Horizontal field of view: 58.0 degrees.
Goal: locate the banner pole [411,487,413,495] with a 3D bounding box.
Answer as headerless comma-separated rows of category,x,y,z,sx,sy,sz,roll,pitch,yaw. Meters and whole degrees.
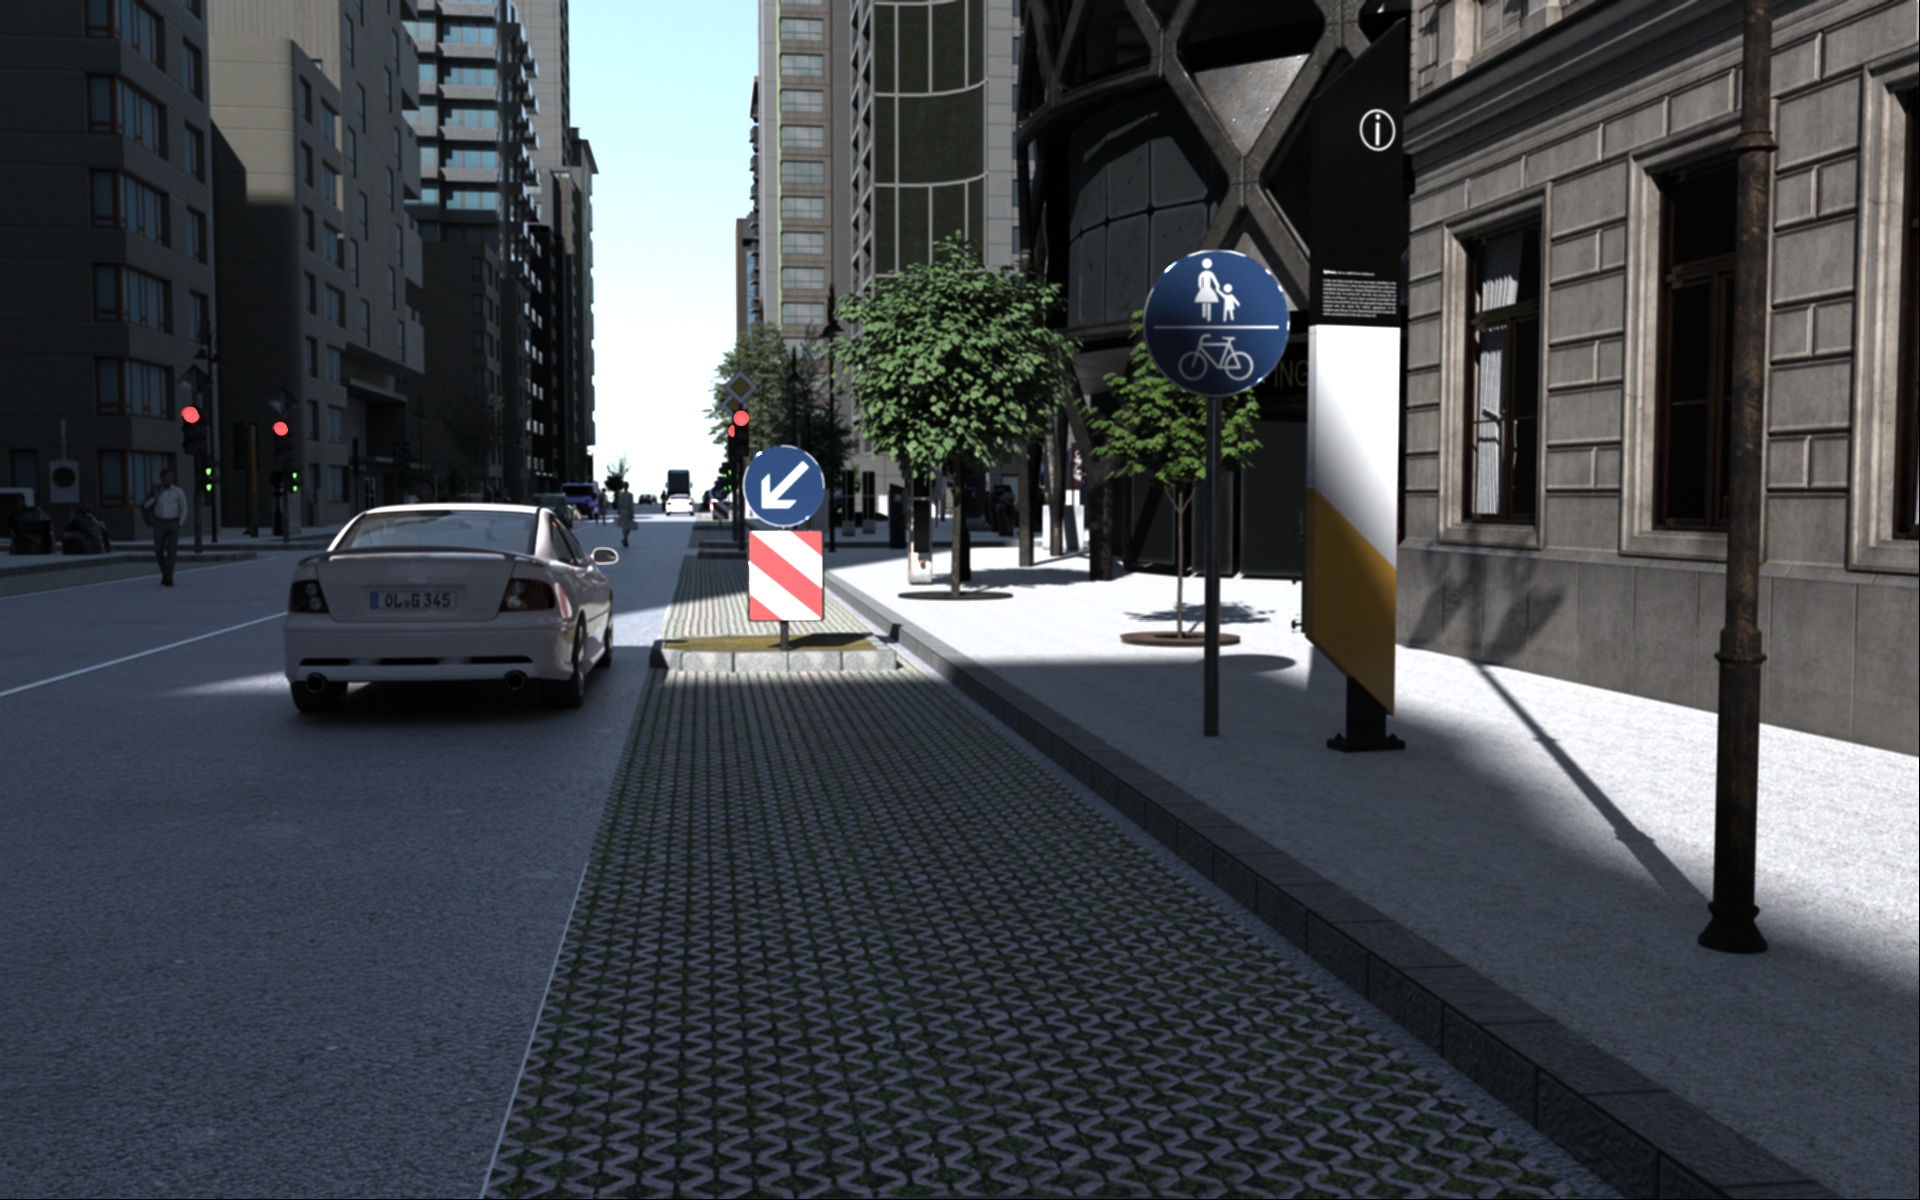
banner pole,-36.394,-7.613,114.493,0.863,3.779,0.401,1,4,23

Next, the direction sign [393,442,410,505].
direction sign,-24.378,-5.118,75.673,0.876,3.537,0.379,1,4,20

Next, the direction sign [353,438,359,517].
direction sign,-24.384,-4.768,69.949,0.379,3.537,0.876,-2,4,-31

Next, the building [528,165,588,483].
building,-52.788,-32.154,209.305,14.154,41.232,14.086,-1,4,-8

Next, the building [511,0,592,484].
building,-59.107,-48.159,225.656,20.563,71.187,20.611,-1,4,-8

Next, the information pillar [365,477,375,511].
information pillar,-26.089,-4.409,76.586,0.304,2.012,0.304,2,4,32

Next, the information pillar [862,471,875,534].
information pillar,-2.953,-3.154,56.057,0.304,2.012,0.304,-3,5,-41

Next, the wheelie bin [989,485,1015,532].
wheelie bin,1.428,-3.079,58.252,0.980,1.594,0.693,2,4,32

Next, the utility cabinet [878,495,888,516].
utility cabinet,-4.005,-5.117,94.817,1.020,1.237,0.306,3,5,42

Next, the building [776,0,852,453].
building,-6.930,-27.443,132.292,14.154,41.232,14.086,-1,4,-8

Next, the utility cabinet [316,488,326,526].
utility cabinet,-25.076,-3.629,68.008,0.318,1.500,1.173,-1,4,-22

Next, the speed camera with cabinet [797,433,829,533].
speed camera with cabinet,-5.076,-3.826,56.895,0.660,3.252,2.038,2,4,27

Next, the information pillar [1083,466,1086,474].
information pillar,6.379,-5.920,88.150,0.183,3.616,0.504,-3,4,-36

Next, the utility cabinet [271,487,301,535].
utility cabinet,-20.924,-2.761,53.825,0.318,1.500,1.173,1,4,9

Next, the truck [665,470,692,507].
truck,-29.968,-11.888,184.132,2.967,4.110,18.799,-1,4,-9

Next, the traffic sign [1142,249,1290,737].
traffic sign,1.335,-0.551,9.123,0.768,2.556,0.104,0,4,0

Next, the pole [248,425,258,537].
pole,-20.894,-3.507,51.185,0.158,3.312,0.155,0,3,0

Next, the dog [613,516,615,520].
dog,-16.222,-3.793,82.205,0.748,0.427,0.550,-2,4,-34

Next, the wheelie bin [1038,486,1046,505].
wheelie bin,2.950,-3.770,69.547,0.980,1.594,0.693,-2,4,-35

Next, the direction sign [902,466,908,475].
direction sign,-2.684,-5.699,85.183,0.379,3.537,0.876,1,4,21

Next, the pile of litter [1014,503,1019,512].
pile of litter,2.803,-5.073,96.909,1.719,0.858,1.176,-1,4,-14

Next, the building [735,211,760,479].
building,-28.296,-38.116,273.304,14.600,45.320,14.200,-1,4,-8

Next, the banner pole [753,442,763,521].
banner pole,-9.652,-5.689,83.029,0.401,3.779,0.863,3,4,37

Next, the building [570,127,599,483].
building,-67.213,-40.443,250.488,28.713,52.752,27.495,-1,4,-8

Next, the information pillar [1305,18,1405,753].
information pillar,1.967,-1.054,8.593,0.504,3.616,0.183,-1,4,-19

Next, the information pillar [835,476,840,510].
information pillar,-6.134,-5.765,85.618,0.504,3.616,0.183,3,5,44

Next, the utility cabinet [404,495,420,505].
utility cabinet,-27.403,-4.615,86.621,0.306,1.237,1.020,1,4,13

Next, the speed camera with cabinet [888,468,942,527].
speed camera with cabinet,-1.739,-4.416,66.545,2.038,3.252,0.660,1,4,20

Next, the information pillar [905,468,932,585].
information pillar,-0.566,-1.222,24.475,0.304,2.012,0.304,-1,4,-10

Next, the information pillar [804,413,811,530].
information pillar,-4.419,-3.598,50.186,0.183,3.616,0.504,-1,4,-16

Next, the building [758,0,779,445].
building,-7.230,-37.374,153.058,21.231,58.520,28.212,-1,4,-8

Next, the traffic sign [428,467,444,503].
traffic sign,-24.926,-5.033,82.397,0.768,2.556,0.104,0,4,-7

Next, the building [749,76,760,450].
building,-10.787,-32.252,181.945,22.147,44.769,28.867,-1,4,-8

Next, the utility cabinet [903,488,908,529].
utility cabinet,-1.802,-3.294,62.536,0.318,1.500,1.173,-1,4,-15

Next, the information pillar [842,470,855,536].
information pillar,-3.396,-2.949,52.709,0.304,2.012,0.304,-2,4,-30

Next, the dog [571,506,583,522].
dog,-19.832,-4.481,90.098,0.513,0.831,0.800,-3,5,-43

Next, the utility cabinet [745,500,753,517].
utility cabinet,-11.954,-5.312,98.014,0.306,1.237,1.020,0,4,2

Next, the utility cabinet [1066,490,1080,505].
utility cabinet,6.537,-5.402,97.001,1.173,1.500,0.318,1,4,13

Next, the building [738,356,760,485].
building,-15.225,-23.502,229.299,27.650,21.520,28.899,-1,4,-8

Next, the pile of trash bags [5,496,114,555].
pile of trash bags,-20.034,-1.681,37.230,3.447,1.369,1.912,0,4,-4

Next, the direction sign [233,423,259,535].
direction sign,-22.631,-3.852,54.975,0.876,3.537,0.379,1,4,14

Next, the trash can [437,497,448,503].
trash can,-29.220,-5.259,97.642,0.748,1.137,0.748,0,3,0

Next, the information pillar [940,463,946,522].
information pillar,-0.770,-5.481,80.971,0.183,3.616,0.504,-1,4,-18

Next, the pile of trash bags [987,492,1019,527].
pile of trash bags,1.888,-3.480,66.648,1.912,1.369,3.447,2,4,23

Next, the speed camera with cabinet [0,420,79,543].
speed camera with cabinet,-24.414,-3.143,45.723,2.038,3.252,0.660,-2,4,-25
